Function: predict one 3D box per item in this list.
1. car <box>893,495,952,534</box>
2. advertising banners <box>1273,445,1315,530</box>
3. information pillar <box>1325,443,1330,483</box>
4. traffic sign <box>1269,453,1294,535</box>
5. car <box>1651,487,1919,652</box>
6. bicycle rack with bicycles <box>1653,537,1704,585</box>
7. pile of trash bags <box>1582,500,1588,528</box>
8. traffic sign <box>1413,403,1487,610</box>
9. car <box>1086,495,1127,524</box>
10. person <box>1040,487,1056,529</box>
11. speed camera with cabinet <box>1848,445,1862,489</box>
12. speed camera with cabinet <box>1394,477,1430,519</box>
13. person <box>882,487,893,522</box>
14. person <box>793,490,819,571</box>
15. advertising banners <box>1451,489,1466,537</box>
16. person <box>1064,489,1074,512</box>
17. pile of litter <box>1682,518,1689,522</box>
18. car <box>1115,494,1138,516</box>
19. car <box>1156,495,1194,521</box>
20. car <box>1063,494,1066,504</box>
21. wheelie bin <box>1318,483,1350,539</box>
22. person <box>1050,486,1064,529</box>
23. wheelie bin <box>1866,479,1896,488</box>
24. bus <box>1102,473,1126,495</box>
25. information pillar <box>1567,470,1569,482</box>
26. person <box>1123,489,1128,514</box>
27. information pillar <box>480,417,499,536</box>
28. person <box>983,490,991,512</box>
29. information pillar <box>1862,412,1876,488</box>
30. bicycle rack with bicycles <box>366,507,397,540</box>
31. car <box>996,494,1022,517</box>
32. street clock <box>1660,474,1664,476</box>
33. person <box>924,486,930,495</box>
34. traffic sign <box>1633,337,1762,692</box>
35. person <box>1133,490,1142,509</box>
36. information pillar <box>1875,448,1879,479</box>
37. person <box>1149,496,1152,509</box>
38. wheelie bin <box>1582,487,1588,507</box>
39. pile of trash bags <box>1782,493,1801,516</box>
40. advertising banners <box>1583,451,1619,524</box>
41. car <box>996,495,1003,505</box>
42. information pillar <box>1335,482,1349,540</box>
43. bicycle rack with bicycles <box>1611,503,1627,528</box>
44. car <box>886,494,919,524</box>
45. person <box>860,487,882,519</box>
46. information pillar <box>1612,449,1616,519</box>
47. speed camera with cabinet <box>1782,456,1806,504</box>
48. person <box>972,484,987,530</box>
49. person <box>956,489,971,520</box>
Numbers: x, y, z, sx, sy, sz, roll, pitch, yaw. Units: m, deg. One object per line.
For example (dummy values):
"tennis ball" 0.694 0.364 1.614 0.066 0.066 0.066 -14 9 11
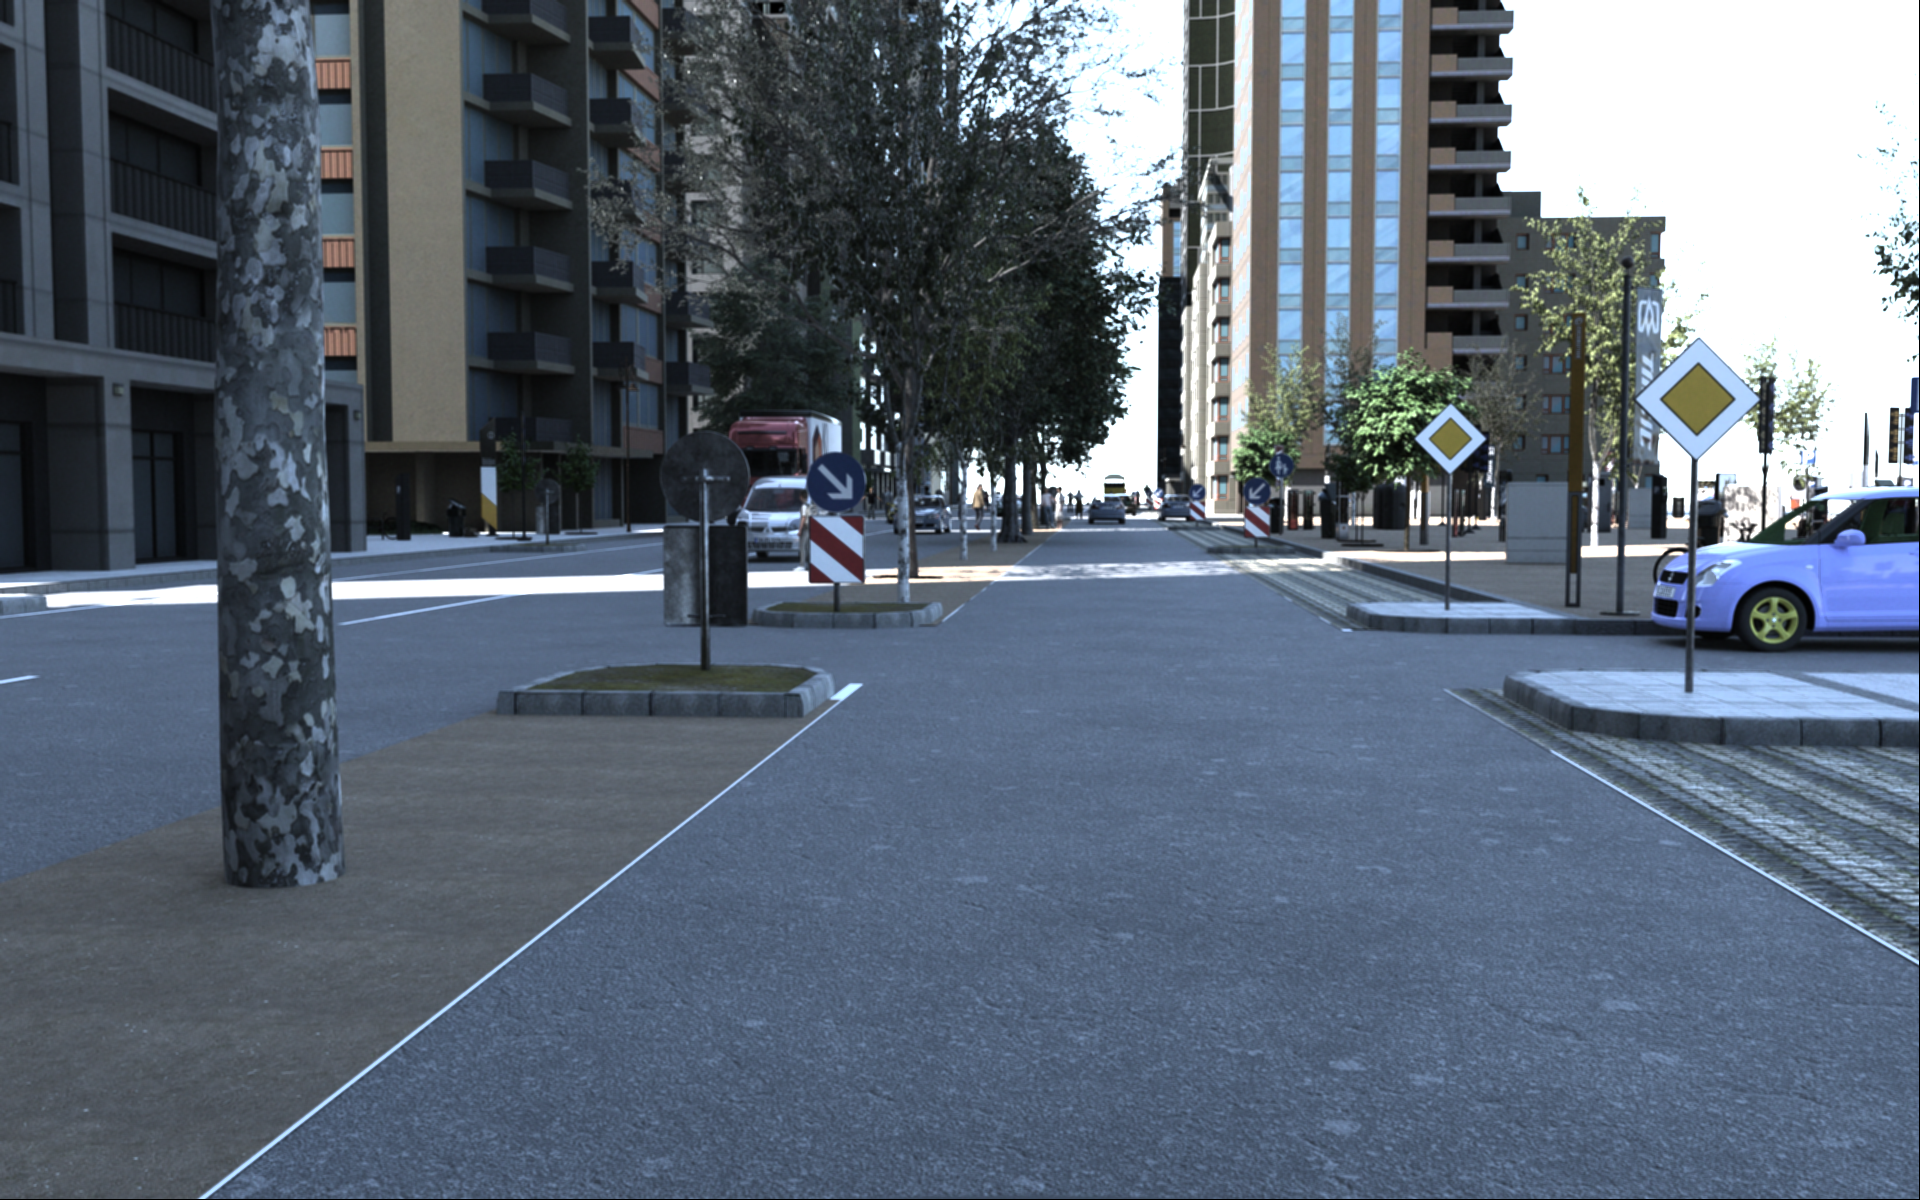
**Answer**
"car" -1.344 -3.160 63.664 2.014 1.417 4.499 0 4 6
"advertising banners" 11.910 -4.010 61.758 2.074 3.025 0.090 -2 4 -34
"information pillar" 16.774 -5.367 79.103 0.183 3.616 0.504 0 4 -5
"traffic sign" 10.061 -3.312 54.263 0.768 2.556 0.104 0 4 7
"car" 8.517 -0.412 16.333 3.694 1.707 1.945 0 4 5
"bicycle rack with bicycles" 9.872 -0.450 20.737 2.925 0.926 2.852 1 4 16
"pile of trash bags" 22.084 -3.420 65.666 3.447 1.369 1.912 -1 4 -11
"traffic sign" 5.393 -0.946 19.117 0.795 2.450 0.064 0 4 5
"car" 7.112 -4.407 84.064 2.014 1.417 4.499 0 4 4
"person" 3.719 -3.817 71.585 0.731 1.740 0.598 -1 4 -19
"speed camera with cabinet" 35.811 -4.543 68.610 0.660 3.252 2.038 1 4 10
"speed camera with cabinet" 23.382 -5.826 89.586 0.660 3.252 2.038 -2 4 -30
"person" -3.642 -4.815 87.348 0.709 1.813 0.853 1 4 17
"person" -2.890 -1.297 32.298 0.523 1.515 0.503 -1 4 -14
"advertising banners" 14.767 -3.385 51.528 0.090 3.025 2.074 2 4 30
"person" 8.608 -7.740 135.127 1.350 1.814 0.705 0 4 -1
"pile of litter" 33.869 -3.971 78.885 1.719 0.858 1.176 3 5 41
"car" 10.766 -6.399 114.410 2.009 1.686 4.222 0 4 5
"car" 11.419 -4.864 91.536 2.014 1.417 4.499 0 4 4
"car" 13.903 -14.309 242.987 2.155 1.783 4.494 0 4 3
"wheelie bin" 10.789 -2.583 50.140 0.980 1.594 0.693 -1 4 -21
"person" 3.965 -3.750 70.376 0.524 1.755 0.480 -2 4 -33
"wheelie bin" 19.427 -1.750 36.515 0.980 1.594 0.693 -2 4 -31
"bus" 18.443 -13.181 207.053 2.896 3.916 12.252 0 4 5
"information pillar" 18.461 -2.914 52.140 0.304 2.012 0.304 -1 4 -9
"person" 11.774 -6.982 122.670 0.705 1.822 1.348 2 4 35
"information pillar" -14.337 -3.752 52.702 0.504 3.616 0.183 -3 4 -37
"person" 2.204 -7.859 137.709 1.217 1.743 0.721 -2 4 -24
"information pillar" 25.867 -3.554 49.469 0.183 3.616 0.504 3 4 39
"bicycle rack with bicycles" -17.392 -2.126 48.144 2.925 0.926 2.852 1 4 14
"car" 3.352 -6.043 110.608 2.131 1.459 4.920 0 4 6
"street clock" 25.368 -3.567 62.889 0.358 2.002 0.471 0 4 -3
"person" -1.880 -5.414 96.649 0.705 1.869 1.348 2 4 27
"traffic sign" 4.721 -0.460 11.160 0.795 2.450 0.064 0 4 5
"person" 17.428 -9.870 169.888 1.348 1.823 0.705 -3 5 -40
"information pillar" 46.455 -5.901 87.840 0.183 3.616 0.504 1 4 12
"person" 16.789 -8.817 153.603 0.436 1.711 0.756 0 4 8
"wheelie bin" 26.556 -4.024 73.694 0.693 1.594 0.980 -1 4 -23
"pile of trash bags" 42.453 -4.939 90.505 3.447 1.369 1.912 -1 4 -16
"advertising banners" 25.767 -4.550 70.581 2.074 3.025 0.090 -1 4 -9
"car" 4.388 -10.355 181.666 2.083 1.381 4.827 0 4 6
"information pillar" 10.763 -2.706 48.733 0.304 2.012 0.304 0 4 -5
"bicycle rack with bicycles" 26.049 -3.301 67.353 2.925 0.926 2.852 -1 4 -10
"car" -2.525 -4.528 84.254 2.015 1.641 3.980 0 4 3
"person" -5.062 -5.530 98.929 1.348 1.822 0.705 -1 4 -13
"information pillar" 33.784 -6.025 89.867 0.504 3.616 0.183 -1 4 -12
"speed camera with cabinet" 38.044 -5.240 80.006 2.038 3.252 0.660 2 4 29
"person" 0.759 -3.675 68.493 0.656 1.842 0.836 1 4 14
"person" 0.228 -5.345 96.427 0.617 1.759 0.750 3 5 39
